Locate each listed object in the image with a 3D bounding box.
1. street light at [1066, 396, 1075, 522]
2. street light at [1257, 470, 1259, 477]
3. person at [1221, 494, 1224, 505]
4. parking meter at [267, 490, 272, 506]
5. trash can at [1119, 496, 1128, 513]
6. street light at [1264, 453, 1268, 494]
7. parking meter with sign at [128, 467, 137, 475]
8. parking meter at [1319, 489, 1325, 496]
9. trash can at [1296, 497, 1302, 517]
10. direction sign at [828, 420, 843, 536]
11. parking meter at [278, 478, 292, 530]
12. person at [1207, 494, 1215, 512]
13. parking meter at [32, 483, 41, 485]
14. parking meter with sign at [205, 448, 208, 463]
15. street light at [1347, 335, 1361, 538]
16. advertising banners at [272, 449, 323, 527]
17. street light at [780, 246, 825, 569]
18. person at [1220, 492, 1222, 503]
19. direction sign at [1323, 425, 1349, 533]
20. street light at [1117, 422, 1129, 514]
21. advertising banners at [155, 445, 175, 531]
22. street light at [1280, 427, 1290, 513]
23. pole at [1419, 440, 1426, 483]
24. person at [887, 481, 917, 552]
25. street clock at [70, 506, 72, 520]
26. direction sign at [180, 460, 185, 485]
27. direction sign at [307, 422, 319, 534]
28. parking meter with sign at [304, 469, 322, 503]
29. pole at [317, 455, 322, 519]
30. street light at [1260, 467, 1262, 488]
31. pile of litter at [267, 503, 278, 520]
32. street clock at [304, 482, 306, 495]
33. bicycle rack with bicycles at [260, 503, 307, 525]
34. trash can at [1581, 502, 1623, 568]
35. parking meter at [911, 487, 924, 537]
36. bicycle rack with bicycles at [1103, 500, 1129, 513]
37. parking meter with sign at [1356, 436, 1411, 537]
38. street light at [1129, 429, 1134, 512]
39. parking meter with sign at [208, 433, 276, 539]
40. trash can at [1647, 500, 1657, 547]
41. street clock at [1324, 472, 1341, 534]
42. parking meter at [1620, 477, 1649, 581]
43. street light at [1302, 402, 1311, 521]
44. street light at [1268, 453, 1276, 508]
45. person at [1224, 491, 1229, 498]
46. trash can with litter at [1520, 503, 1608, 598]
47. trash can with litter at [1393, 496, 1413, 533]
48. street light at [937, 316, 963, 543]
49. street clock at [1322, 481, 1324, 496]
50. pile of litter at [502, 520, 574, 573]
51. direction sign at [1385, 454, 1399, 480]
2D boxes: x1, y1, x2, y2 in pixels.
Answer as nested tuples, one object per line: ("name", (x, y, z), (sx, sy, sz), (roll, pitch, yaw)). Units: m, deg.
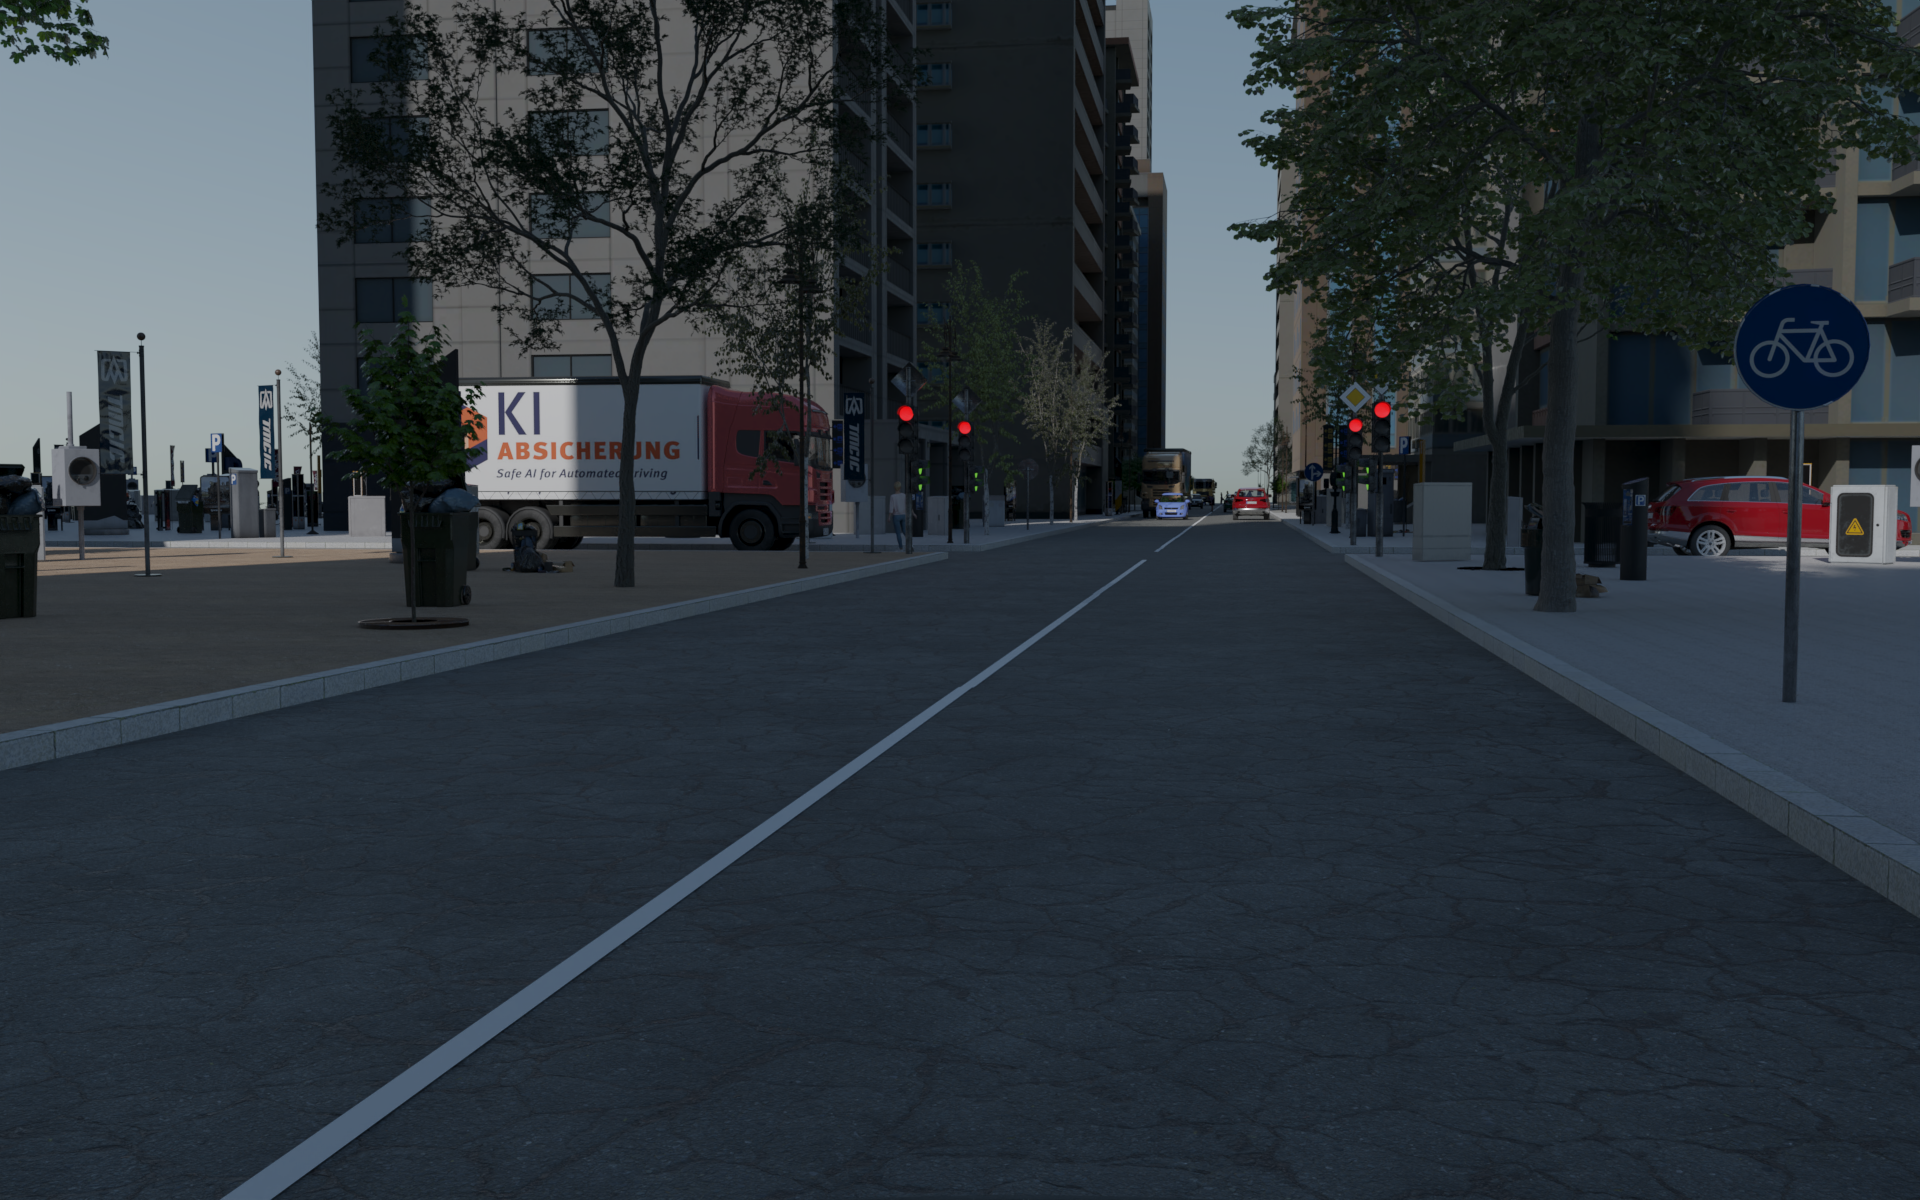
("street light", (5.032, -6.451, 78.267), (0.468, 5.910, 1.993), (1, 4, 9))
("street light", (41.967, -16.450, 241.736), (0.468, 5.910, 1.993), (1, 4, 9))
("person", (35.451, -13.592, 233.958), (0.599, 1.433, 0.991), (0, 4, -5))
("parking meter", (-39.910, -5.615, 100.214), (0.372, 1.533, 0.369), (0, 3, 0))
("trash can", (10.993, -6.439, 116.930), (0.748, 1.137, 0.748), (0, 3, 0))
("street light", (34.036, -13.407, 191.991), (0.468, 5.910, 1.993), (1, 4, 9))
("parking meter with sign", (-52.688, -6.968, 110.192), (0.543, 3.016, 1.738), (-2, 4, -29))
("parking meter", (17.489, -4.598, 83.588), (0.372, 1.533, 0.369), (0, 3, 0))
("trash can", (19.275, -5.269, 97.803), (0.748, 1.137, 0.748), (0, 3, 0))
("direction sign", (-4.012, -3.737, 53.098), (0.876, 3.537, 0.379), (0, 4, -4))
("parking meter", (-24.028, -3.423, 61.674), (0.255, 1.863, 0.399), (3, 4, 38))
("person", (20.182, -7.808, 139.401), (0.697, 1.427, 0.421), (-1, 4, -16))
("parking meter", (-20.732, -1.853, 38.701), (0.372, 1.533, 0.369), (0, 3, 0))
("parking meter with sign", (-27.682, -4.228, 65.391), (1.738, 3.016, 0.543), (2, 4, 31))
("street light", (11.430, -4.743, 50.333), (0.468, 5.910, 1.993), (1, 4, 9))
("advertising banners", (-25.880, -4.353, 67.359), (0.090, 3.025, 2.074), (3, 5, 41))
("street light", (-2.715, -3.481, 29.703), (0.468, 5.910, 1.993), (1, 4, 9))
("person", (39.970, -15.618, 264.654), (0.445, 1.727, 0.742), (0, 4, 8))
("direction sign", (12.328, -3.965, 56.821), (0.876, 3.537, 0.379), (0, 4, -5))
("street light", (10.357, -8.471, 111.281), (0.468, 5.910, 1.993), (1, 4, 9))
("advertising banners", (-28.045, -3.976, 61.198), (0.090, 3.025, 2.074), (0, 4, -6))
("street light", (23.358, -9.327, 125.290), (0.468, 5.910, 1.993), (1, 4, 9))
("pole", (17.345, -4.353, 65.013), (0.158, 3.312, 0.155), (0, 3, 0))
("person", (-1.335, -2.021, 42.208), (0.731, 1.740, 0.598), (-3, 5, -44))
("street clock", (-44.753, -5.056, 87.238), (0.471, 2.002, 0.358), (-2, 4, -35))
("direction sign", (-52.344, -7.623, 116.633), (0.379, 3.537, 0.876), (-1, 4, -9))
("direction sign", (-20.607, -3.855, 55.023), (0.379, 3.537, 0.876), (-1, 4, -18))
("parking meter with sign", (-46.003, -7.713, 122.363), (1.738, 3.016, 0.543), (-1, 4, -23))
("pole", (-33.574, -5.927, 90.749), (0.158, 3.312, 0.155), (0, 3, 0))
("street light", (36.649, -14.396, 208.155), (0.468, 5.910, 1.993), (1, 4, 9))
("pile of litter", (-33.863, -4.318, 84.572), (1.176, 0.858, 1.719), (0, 4, -5))
("street clock", (-39.522, -6.084, 104.050), (0.358, 2.002, 0.471), (1, 4, 18))
("bicycle rack with bicycles", (-28.784, -3.610, 72.402), (2.852, 0.926, 2.925), (1, 4, 19))
("trash can", (11.262, -1.144, 30.354), (0.748, 1.137, 0.748), (0, 3, 0))
("parking meter", (-1.278, -2.642, 51.603), (0.372, 1.533, 0.369), (0, 3, 0))
("bicycle rack with bicycles", (10.097, -6.182, 114.455), (2.852, 0.926, 2.925), (0, 4, 7))
("parking meter with sign", (12.623, -3.412, 52.043), (1.738, 3.016, 0.543), (-1, 4, -17))
("street light", (11.828, -9.046, 120.691), (0.468, 5.910, 1.993), (1, 4, 9))
("parking meter with sign", (-20.789, -3.307, 50.335), (0.543, 3.016, 1.738), (2, 4, 34))
("trash can", (16.596, -1.856, 41.997), (0.748, 1.137, 0.748), (0, 3, 0))
("street clock", (12.153, -3.154, 56.144), (0.358, 2.002, 0.471), (2, 4, 31))
("parking meter", (10.034, -1.062, 25.774), (0.372, 1.533, 0.369), (0, 3, 0))
("street light", (16.643, -6.763, 83.365), (0.468, 5.910, 1.993), (1, 4, 9))
("street light", (28.681, -11.347, 158.304), (0.468, 5.910, 1.993), (1, 4, 9))
("person", (31.350, -11.913, 203.282), (0.705, 1.822, 1.348), (-1, 4, -18))
("trash can with litter", (7.603, -0.635, 21.776), (1.055, 1.170, 0.624), (3, 5, 39))
("trash can with litter", (14.868, -2.816, 57.094), (2.233, 1.210, 1.678), (1, 4, 10))
("street light", (-0.256, -4.422, 45.090), (0.468, 5.910, 1.993), (1, 4, 9))
("street clock", (16.870, -4.601, 79.801), (0.358, 2.002, 0.471), (0, 4, 7))
("pile of litter", (-7.007, -0.907, 28.797), (1.176, 0.858, 1.719), (-1, 4, -16))
("direction sign", (24.274, -6.433, 97.169), (0.876, 3.537, 0.379), (2, 4, 34))
